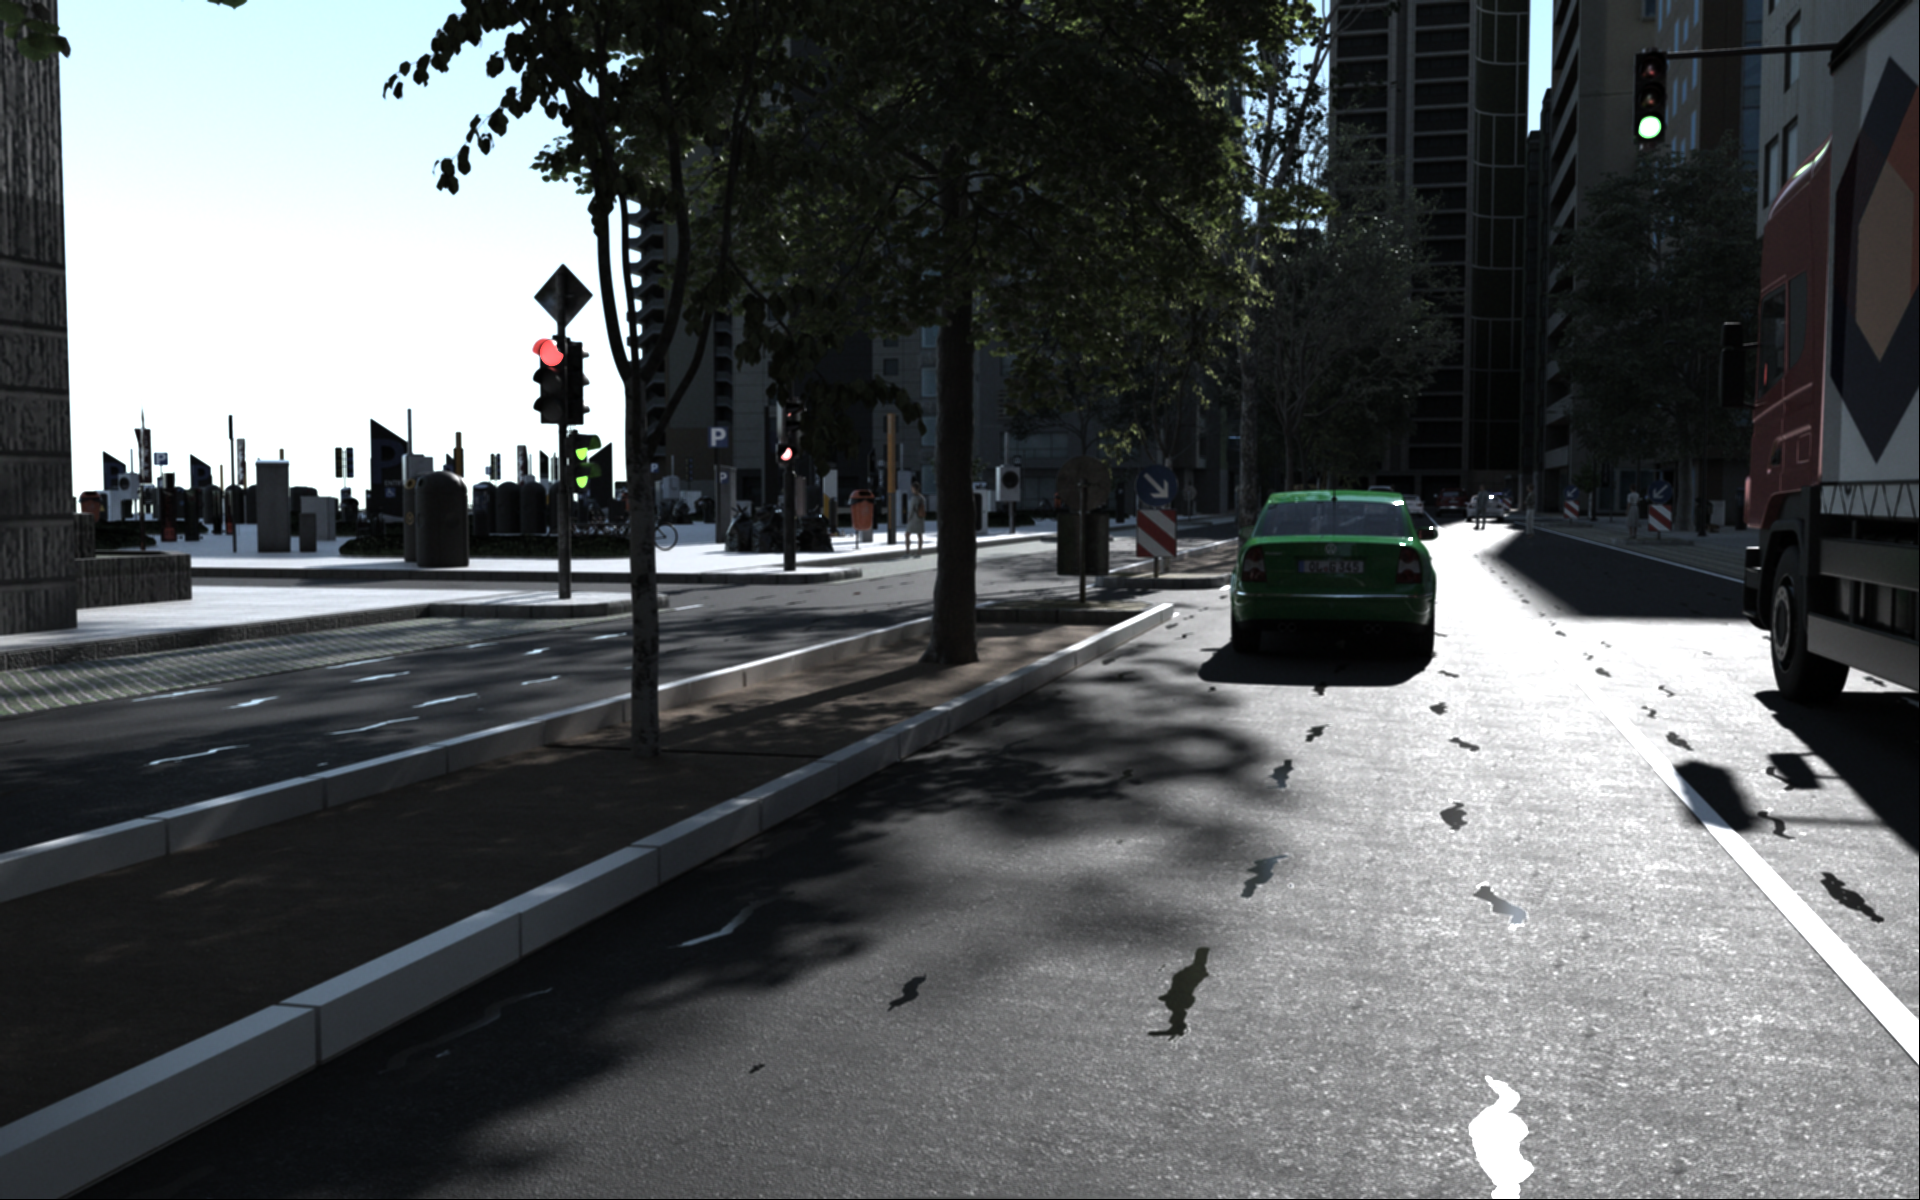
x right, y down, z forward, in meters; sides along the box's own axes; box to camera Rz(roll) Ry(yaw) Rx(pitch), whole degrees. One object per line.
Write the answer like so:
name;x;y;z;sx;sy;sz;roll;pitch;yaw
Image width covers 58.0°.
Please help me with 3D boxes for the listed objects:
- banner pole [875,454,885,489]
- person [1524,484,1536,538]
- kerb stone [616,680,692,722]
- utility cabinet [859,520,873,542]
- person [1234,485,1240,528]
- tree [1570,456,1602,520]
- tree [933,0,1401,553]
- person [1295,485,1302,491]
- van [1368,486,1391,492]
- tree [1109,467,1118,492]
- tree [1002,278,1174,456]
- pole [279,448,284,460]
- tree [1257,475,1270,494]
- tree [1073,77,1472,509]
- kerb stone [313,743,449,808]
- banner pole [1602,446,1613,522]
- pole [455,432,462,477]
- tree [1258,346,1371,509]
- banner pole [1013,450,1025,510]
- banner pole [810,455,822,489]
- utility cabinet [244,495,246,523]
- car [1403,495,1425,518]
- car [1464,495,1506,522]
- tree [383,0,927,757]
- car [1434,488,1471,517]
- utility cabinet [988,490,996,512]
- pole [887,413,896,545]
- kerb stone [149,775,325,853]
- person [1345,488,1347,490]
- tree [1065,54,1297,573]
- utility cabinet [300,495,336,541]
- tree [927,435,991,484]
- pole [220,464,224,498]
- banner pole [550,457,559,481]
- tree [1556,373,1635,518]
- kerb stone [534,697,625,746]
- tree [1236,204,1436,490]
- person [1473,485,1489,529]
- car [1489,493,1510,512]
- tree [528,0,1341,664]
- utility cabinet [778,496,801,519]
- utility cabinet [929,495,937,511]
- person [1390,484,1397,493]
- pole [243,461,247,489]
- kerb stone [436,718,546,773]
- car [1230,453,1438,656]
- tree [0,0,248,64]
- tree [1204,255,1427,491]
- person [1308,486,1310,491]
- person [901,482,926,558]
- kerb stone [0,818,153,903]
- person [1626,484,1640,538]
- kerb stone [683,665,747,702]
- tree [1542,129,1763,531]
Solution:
banner pole;-5.010;-7.114;106.336;0.863;3.779;0.401;1;4;17
person;18.525;-2.895;56.385;0.362;1.759;0.519;1;4;11
kerb stone;-2.027;0.665;11.317;0.120;0.150;1.000;1;4;14
utility cabinet;-2.532;-2.153;46.365;0.306;1.237;1.020;-1;4;-9
person;11.907;-3.970;73.595;0.526;1.800;0.537;2;4;35
tree;31.686;-5.692;87.668;1.663;3.219;1.824;0;3;0
tree;5.301;-11.003;38.251;12.611;20.169;13.585;0;3;0
person;13.260;-3.594;67.451;0.709;1.800;0.728;2;4;30
van;22.199;-5.161;91.389;2.013;2.044;4.112;1;4;14
tree;8.653;-6.596;102.448;1.663;3.219;1.824;0;3;0
tree;5.132;-8.267;69.575;7.601;10.594;8.767;1;4;12
pole;-30.245;-5.105;77.310;0.158;3.312;0.155;0;3;0
tree;26.620;-9.780;154.510;1.663;3.219;1.824;0;3;0
tree;9.821;-8.466;51.239;12.009;13.543;11.850;0;3;0
kerb stone;-2.799;0.849;8.344;0.120;0.150;1.000;1;4;14
banner pole;29.377;-5.412;78.497;0.863;3.779;0.401;-2;4;-26
pole;-16.364;-3.839;56.603;0.158;3.312;0.155;0;3;0
tree;14.539;-7.152;69.749;4.737;8.622;4.395;0;3;0
banner pole;3.443;-6.669;99.059;0.863;3.779;0.401;0;4;-2
banner pole;-7.995;-6.440;95.309;0.863;3.779;0.401;1;4;15
utility cabinet;-31.821;-4.035;77.141;0.306;1.237;1.020;3;5;42
car;27.222;-5.688;105.358;2.083;1.381;4.827;1;4;14
car;27.378;-4.767;90.299;2.083;1.381;4.827;1;4;16
tree;-1.734;-3.433;8.949;4.737;8.622;4.395;0;3;0
car;30.981;-6.132;108.935;2.281;1.827;5.304;1;4;15
utility cabinet;1.783;-5.373;96.532;0.318;1.500;1.173;0;4;-7
pole;-1.731;-3.058;43.837;0.158;3.312;0.155;0;3;0
kerb stone;-3.061;0.908;7.351;0.120;0.150;1.000;1;4;14
person;20.382;-5.071;91.757;0.694;1.780;0.624;3;4;38
tree;3.377;-4.601;28.052;4.360;8.622;3.978;0;3;0
utility cabinet;-17.793;-2.255;48.037;1.020;1.237;0.306;2;4;26
tree;-0.210;-3.337;49.168;1.663;3.219;1.824;0;3;0
pole;-50.429;-7.613;118.323;0.158;3.312;0.155;0;3;0
banner pole;-24.105;-6.954;103.710;0.863;3.779;0.401;0;4;-3
tree;33.751;-8.666;92.044;4.360;8.622;3.978;0;3;0
kerb stone;-2.286;0.726;10.327;0.120;0.150;1.000;1;4;14
tree;16.585;-10.281;77.207;9.857;13.997;8.962;0;3;0
person;21.591;-3.859;71.692;0.391;1.810;0.635;-3;5;-41
car;39.761;-7.258;128.259;1.945;1.707;3.694;1;4;14
tree;-0.053;-5.762;14.799;7.486;12.596;7.792;0;3;0
utility cabinet;-5.806;-2.853;57.801;1.020;1.237;0.306;1;4;20
utility cabinet;-1.138;-4.920;91.598;1.020;1.237;0.306;0;4;-1
person;18.471;-4.032;74.207;0.659;1.850;0.755;-1;4;-9
pole;-44.366;-6.951;107.489;0.158;3.312;0.155;0;3;0
kerb stone;-2.541;0.788;9.334;0.120;0.150;1.000;1;4;14
car;3.660;-0.493;16.854;1.959;1.807;4.718;1;4;13
tree;-3.308;-5.030;2.831;7.486;12.596;7.792;0;3;0
tree;12.842;-7.755;63.665;8.767;10.594;7.601;1;4;14
person;14.721;-3.959;73.498;0.678;1.792;0.850;2;4;27
person;-0.979;-1.776;38.549;0.522;1.701;0.512;3;4;36
kerb stone;-3.316;0.969;6.360;0.120;0.150;1.000;1;4;14
person;21.328;-2.812;55.045;0.480;1.755;0.524;-2;4;-24
kerb stone;-1.775;0.607;12.319;0.120;0.150;1.000;1;4;14
tree;25.257;-9.394;60.254;9.857;13.997;8.962;0;3;0
